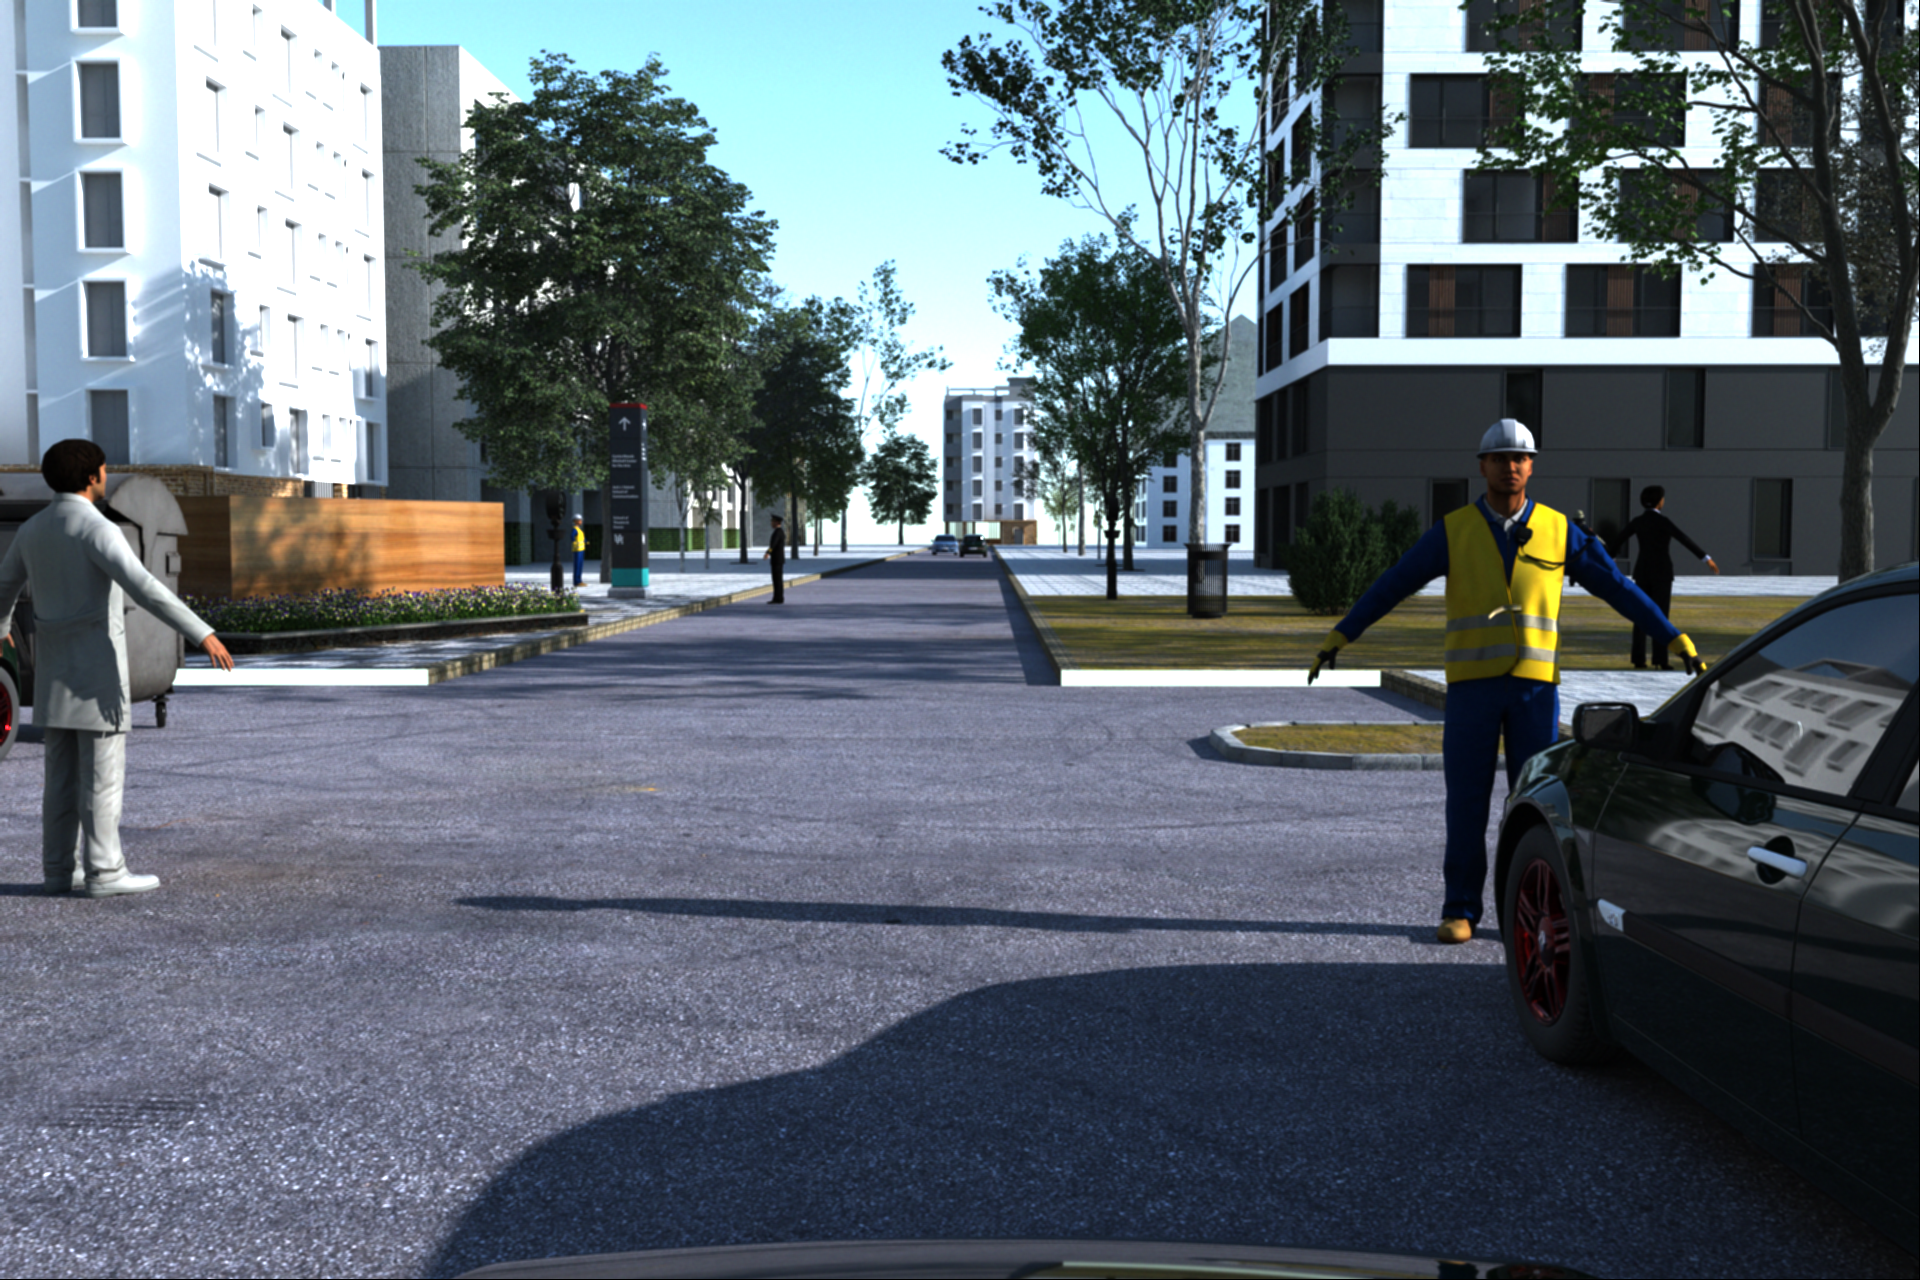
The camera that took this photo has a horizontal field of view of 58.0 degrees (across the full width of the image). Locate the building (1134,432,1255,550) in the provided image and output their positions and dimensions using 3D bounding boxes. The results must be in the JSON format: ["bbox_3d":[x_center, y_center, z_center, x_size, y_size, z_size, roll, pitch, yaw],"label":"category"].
[{"bbox_3d":[21.266,-13.073,155.895,9.099,9.664,28.070,0,4,1],"label":"building"}]

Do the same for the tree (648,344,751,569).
[{"bbox_3d":[-9.147,-6.948,63.956,4.360,8.622,3.978,0,3,0],"label":"tree"}]

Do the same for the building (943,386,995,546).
[{"bbox_3d":[-1.799,-21.663,213.073,11.380,20.090,16.016,0,4,2],"label":"building"}]

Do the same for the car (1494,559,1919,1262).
[{"bbox_3d":[2.428,0.385,3.497,2.009,1.686,4.222,0,4,0],"label":"car"}]

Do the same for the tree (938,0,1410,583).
[{"bbox_3d":[5.009,-11.502,43.942,12.611,20.169,13.585,0,3,0],"label":"tree"}]

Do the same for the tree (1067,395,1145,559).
[{"bbox_3d":[7.372,-8.471,88.869,4.737,8.622,4.395,0,3,0],"label":"tree"}]

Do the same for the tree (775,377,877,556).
[{"bbox_3d":[-8.185,-10.234,101.744,7.601,10.594,8.767,-3,4,-36],"label":"tree"}]

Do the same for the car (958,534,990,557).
[{"bbox_3d":[0.845,-6.001,107.903,2.009,1.686,4.222,0,4,1],"label":"car"}]

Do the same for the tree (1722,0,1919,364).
[{"bbox_3d":[17.812,-7.250,28.912,12.009,13.543,11.850,0,3,0],"label":"tree"}]

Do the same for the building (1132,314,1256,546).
[{"bbox_3d":[28.179,-21.484,182.193,19.493,23.208,18.063,0,4,1],"label":"building"}]

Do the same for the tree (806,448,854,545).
[{"bbox_3d":[-16.582,-17.917,211.063,7.486,12.596,7.792,0,3,0],"label":"tree"}]

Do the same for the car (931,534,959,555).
[{"bbox_3d":[-1.008,-6.558,119.219,2.014,1.417,4.499,0,4,1],"label":"car"}]

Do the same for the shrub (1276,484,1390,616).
[{"bbox_3d":[5.907,-1.428,27.395,1.661,2.075,1.752,0,3,0],"label":"shrub"}]

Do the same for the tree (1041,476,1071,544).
[{"bbox_3d":[12.014,-16.061,212.957,4.737,8.622,4.395,0,3,0],"label":"tree"}]

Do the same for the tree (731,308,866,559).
[{"bbox_3d":[-8.826,-10.378,87.809,7.486,12.596,7.792,0,3,0],"label":"tree"}]

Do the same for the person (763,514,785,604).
[{"bbox_3d":[-3.788,-1.666,35.627,0.705,1.837,1.347,0,4,6],"label":"person"}]

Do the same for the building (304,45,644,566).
[{"bbox_3d":[-26.003,-12.998,78.979,16.747,18.905,31.486,0,4,2],"label":"building"}]

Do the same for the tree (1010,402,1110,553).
[{"bbox_3d":[6.892,-11.258,118.488,7.601,10.594,8.767,0,4,-8],"label":"tree"}]

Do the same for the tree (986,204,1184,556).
[{"bbox_3d":[7.582,-14.970,100.655,12.611,20.169,13.585,0,3,0],"label":"tree"}]

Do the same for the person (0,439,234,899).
[{"bbox_3d":[-3.482,0.105,6.921,1.347,1.806,0.705,2,4,24],"label":"person"}]

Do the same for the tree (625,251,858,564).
[{"bbox_3d":[-9.430,-10.049,74.669,12.009,13.543,11.850,0,3,0],"label":"tree"}]

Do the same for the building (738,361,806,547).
[{"bbox_3d":[-26.777,-21.656,185.011,19.493,23.208,18.063,0,4,1],"label":"building"}]

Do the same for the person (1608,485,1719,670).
[{"bbox_3d":[6.623,-0.594,16.439,0.721,1.740,1.216,-2,4,-31],"label":"person"}]

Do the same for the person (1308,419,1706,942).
[{"bbox_3d":[1.912,0.143,6.096,1.349,1.833,0.705,1,4,11],"label":"person"}]

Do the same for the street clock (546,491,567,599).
[{"bbox_3d":[-6.767,-1.498,29.060,0.358,2.002,0.471,0,4,1],"label":"street clock"}]

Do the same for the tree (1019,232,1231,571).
[{"bbox_3d":[5.738,-8.219,60.141,9.928,11.665,9.643,0,3,0],"label":"tree"}]

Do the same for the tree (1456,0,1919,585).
[{"bbox_3d":[8.383,-5.501,15.694,9.928,11.665,9.643,0,3,0],"label":"tree"}]

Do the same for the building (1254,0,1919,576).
[{"bbox_3d":[25.299,-13.722,68.325,27.936,21.610,32.646,0,4,1],"label":"building"}]

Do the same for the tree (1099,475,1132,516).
[{"bbox_3d":[20.230,-16.750,208.274,7.601,10.594,8.767,0,4,6],"label":"tree"}]

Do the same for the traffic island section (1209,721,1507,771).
[{"bbox_3d":[2.697,0.696,11.485,1.991,0.108,1.994,0,4,1],"label":"traffic island section"}]

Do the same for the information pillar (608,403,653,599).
[{"bbox_3d":[-6.605,-2.766,34.595,0.750,3.857,0.750,0,4,1],"label":"information pillar"}]

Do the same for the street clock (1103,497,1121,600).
[{"bbox_3d":[2.981,-1.797,33.957,0.358,2.002,0.471,0,4,-1],"label":"street clock"}]

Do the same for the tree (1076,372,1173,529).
[{"bbox_3d":[7.040,-7.755,77.165,4.737,8.622,4.395,0,3,0],"label":"tree"}]

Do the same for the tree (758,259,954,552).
[{"bbox_3d":[-7.224,-16.133,119.667,12.611,20.169,13.585,0,3,0],"label":"tree"}]

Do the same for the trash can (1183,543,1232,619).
[{"bbox_3d":[3.768,-0.901,26.378,0.748,1.137,0.748,0,3,0],"label":"trash can"}]

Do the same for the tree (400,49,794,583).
[{"bbox_3d":[-9.201,-8.454,44.884,9.857,13.997,8.962,0,3,0],"label":"tree"}]

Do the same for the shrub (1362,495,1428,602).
[{"bbox_3d":[8.236,-1.749,33.013,1.690,2.028,1.600,0,3,0],"label":"shrub"}]

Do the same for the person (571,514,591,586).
[{"bbox_3d":[-9.299,-2.206,42.531,0.721,1.772,1.216,0,4,5],"label":"person"}]

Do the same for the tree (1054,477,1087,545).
[{"bbox_3d":[13.493,-15.767,208.149,4.737,8.622,4.395,0,3,0],"label":"tree"}]

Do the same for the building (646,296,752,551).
[{"bbox_3d":[-28.216,-17.037,145.005,16.747,18.905,31.486,0,4,2],"label":"building"}]

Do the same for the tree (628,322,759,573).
[{"bbox_3d":[-9.418,-6.553,57.500,4.360,8.622,3.978,0,3,0],"label":"tree"}]

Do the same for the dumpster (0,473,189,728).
[{"bbox_3d":[-6.621,-0.249,12.279,1.865,1.857,1.264,0,4,1],"label":"dumpster"}]

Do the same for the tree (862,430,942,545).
[{"bbox_3d":[-7.100,-18.607,210.877,9.857,13.997,8.962,0,3,0],"label":"tree"}]

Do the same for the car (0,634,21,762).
[{"bbox_3d":[-6.832,0.029,9.306,2.009,1.686,4.222,0,4,1],"label":"car"}]

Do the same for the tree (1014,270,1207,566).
[{"bbox_3d":[5.960,-8.758,68.956,9.928,11.665,9.643,0,3,0],"label":"tree"}]

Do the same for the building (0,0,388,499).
[{"bbox_3d":[-25.064,-11.664,47.134,16.016,20.090,11.380,0,4,0],"label":"building"}]

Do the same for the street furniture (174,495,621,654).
[{"bbox_3d":[-9.160,-0.883,21.285,11.010,1.723,9.812,1,4,22],"label":"street furniture"}]

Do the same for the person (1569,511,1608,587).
[{"bbox_3d":[15.128,-2.237,42.359,1.354,1.856,0.705,2,4,35],"label":"person"}]
